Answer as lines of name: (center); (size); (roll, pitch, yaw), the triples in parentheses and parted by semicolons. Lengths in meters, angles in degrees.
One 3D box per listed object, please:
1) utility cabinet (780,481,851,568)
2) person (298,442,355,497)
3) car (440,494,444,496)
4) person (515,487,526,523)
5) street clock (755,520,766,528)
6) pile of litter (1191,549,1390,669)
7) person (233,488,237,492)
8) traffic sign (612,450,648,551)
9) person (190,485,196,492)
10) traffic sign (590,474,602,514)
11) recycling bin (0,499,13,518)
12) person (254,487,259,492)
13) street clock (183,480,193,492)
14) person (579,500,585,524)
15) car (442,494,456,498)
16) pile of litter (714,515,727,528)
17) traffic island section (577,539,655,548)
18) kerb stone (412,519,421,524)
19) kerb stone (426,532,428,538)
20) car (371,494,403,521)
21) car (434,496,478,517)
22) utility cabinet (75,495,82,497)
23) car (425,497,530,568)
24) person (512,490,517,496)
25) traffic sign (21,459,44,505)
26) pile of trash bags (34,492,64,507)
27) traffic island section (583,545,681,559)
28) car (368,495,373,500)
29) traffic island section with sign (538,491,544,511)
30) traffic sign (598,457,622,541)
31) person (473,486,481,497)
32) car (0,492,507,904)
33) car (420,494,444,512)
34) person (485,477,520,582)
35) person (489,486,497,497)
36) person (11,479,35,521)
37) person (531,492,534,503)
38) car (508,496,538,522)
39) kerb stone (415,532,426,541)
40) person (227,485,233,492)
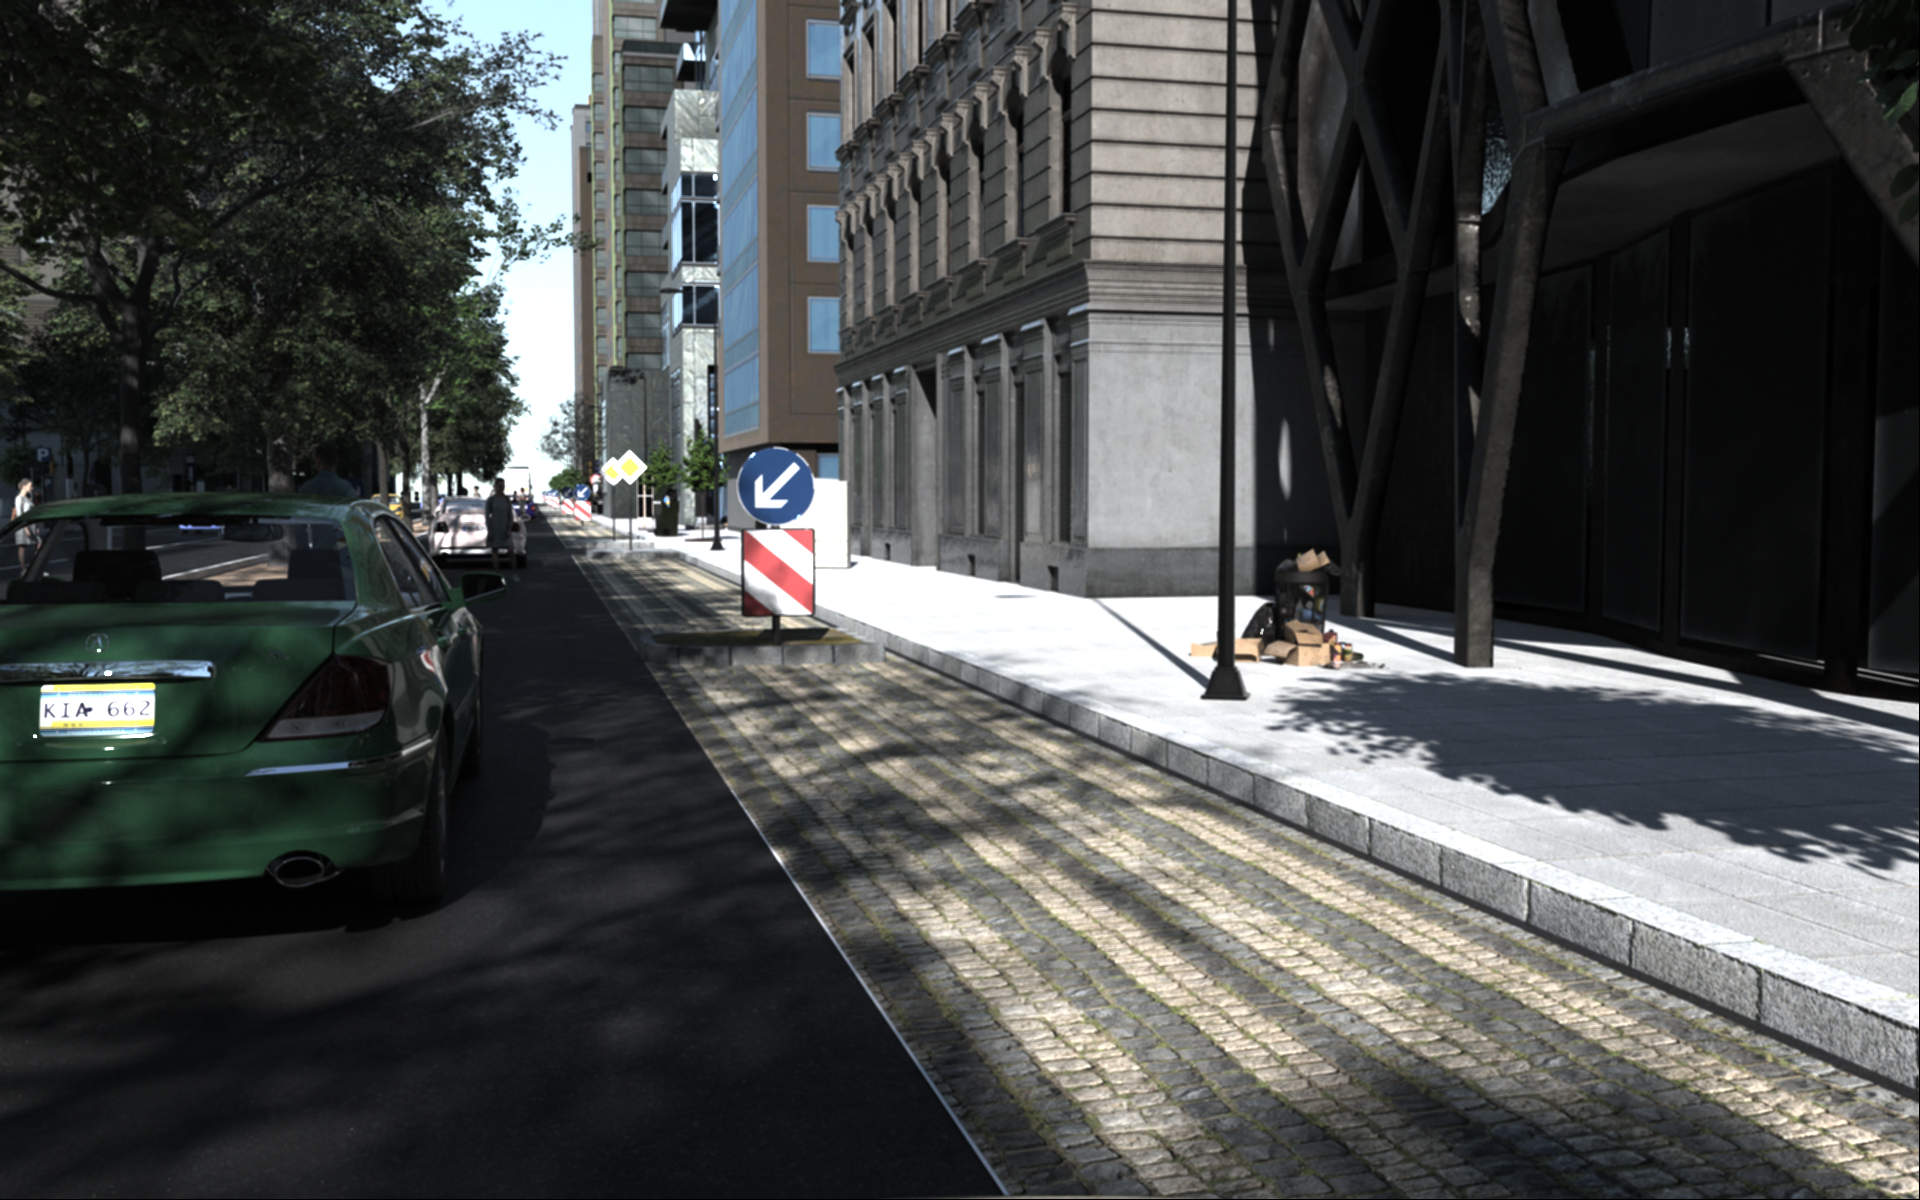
utility cabinet: (-2.488, -1.295, 29.851); (1.173, 1.500, 0.318); (0, 4, 8)
person: (-5.032, -0.325, 13.674); (0.638, 1.841, 0.748); (2, 4, 33)
car: (-71.971, -14.055, 239.387); (1.945, 1.707, 3.694); (-1, 4, -15)
person: (-21.684, -4.685, 85.453); (0.532, 1.782, 0.716); (-1, 4, -15)
street clock: (-4.218, -1.963, 36.663); (0.471, 2.002, 0.358); (-3, 4, -38)
pile of litter: (2.492, 0.037, 13.360); (1.176, 0.858, 1.719); (-1, 4, -21)
person: (-39.843, -5.272, 95.243); (0.519, 1.759, 0.362); (-3, 5, -40)
traffic sign: (-7.487, -2.182, 39.312); (0.795, 2.450, 0.064); (-1, 4, -14)
person: (-32.827, -4.017, 74.347); (0.590, 1.801, 0.661); (-2, 4, -33)
traffic sign: (-22.983, -6.687, 109.440); (0.768, 2.556, 0.104); (-1, 4, -9)
recycling bin: (-52.083, -4.994, 94.213); (0.722, 1.027, 0.722); (1, 4, 15)
person: (-38.670, -5.288, 95.202); (0.529, 1.795, 0.600); (-3, 4, -38)
street clock: (-40.819, -5.324, 91.614); (0.471, 2.002, 0.358); (-2, 4, -30)
person: (-18.207, -4.567, 83.745); (0.524, 1.755, 0.480); (-2, 4, -25)
car: (-46.741, -8.976, 158.755); (2.014, 1.417, 4.499); (-1, 4, -14)
pile of litter: (-8.788, -3.208, 66.415); (1.719, 0.858, 1.176); (2, 4, 34)
traffic island section: (-9.392, -1.521, 47.145); (2.009, 0.180, 2.903); (-1, 4, -14)
kerb stone: (-26.935, -3.887, 85.833); (0.120, 0.150, 1.000); (-1, 4, -14)
kerb stone: (-17.236, -2.037, 55.498); (0.120, 0.150, 1.000); (-1, 4, -14)
car: (-27.370, -4.426, 82.588); (2.015, 1.641, 3.980); (-1, 4, -16)
car: (-16.951, -2.870, 59.289); (2.083, 1.381, 4.827); (-1, 4, -12)
utility cabinet: (-45.068, -4.743, 88.702); (0.306, 1.237, 1.020); (-3, 4, -37)
car: (-9.718, -1.379, 34.917); (2.083, 1.381, 4.827); (-1, 4, -15)
person: (-34.119, -7.540, 132.497); (1.217, 1.743, 0.721); (2, 4, 31)
traffic sign: (-33.510, -3.823, 62.613); (0.768, 2.556, 0.104); (-1, 4, -13)
pile of trash bags: (-50.541, -5.321, 96.744); (3.447, 1.369, 1.912); (2, 4, 23)
traffic island section: (-7.466, -1.047, 39.395); (2.009, 0.180, 2.903); (-1, 4, -14)
car: (-45.897, -7.575, 136.437); (1.945, 1.354, 3.894); (-1, 4, -14)
traffic island section with sign: (-33.673, -8.246, 143.457); (1.989, 1.847, 2.006); (-1, 4, -14)
traffic sign: (-9.413, -2.656, 47.063); (0.795, 2.450, 0.064); (-1, 4, -14)
person: (-20.128, -3.852, 71.822); (0.599, 1.781, 0.374); (2, 4, 32)
car: (-3.016, 0.276, 7.278); (2.131, 1.459, 4.920); (-1, 4, -13)
car: (-42.918, -8.035, 140.957); (1.945, 1.707, 3.694); (-1, 4, -13)
person: (-7.497, -1.147, 28.258); (0.512, 1.701, 0.522); (-2, 4, -32)
person: (-17.619, -3.485, 66.074); (0.643, 1.750, 0.593); (3, 4, 36)
person: (-16.251, -1.263, 30.160); (0.522, 1.701, 0.512); (0, 4, -4)
person: (-66.715, -15.932, 269.788); (0.445, 1.727, 0.742); (3, 5, 44)
car: (-22.883, -4.724, 89.814); (1.945, 1.354, 3.894); (-1, 4, -16)
kerb stone: (-16.991, -1.976, 54.506); (0.120, 0.150, 1.000); (-1, 4, -14)
person: (-24.839, -3.016, 58.490); (0.598, 1.740, 0.731); (2, 4, 24)
